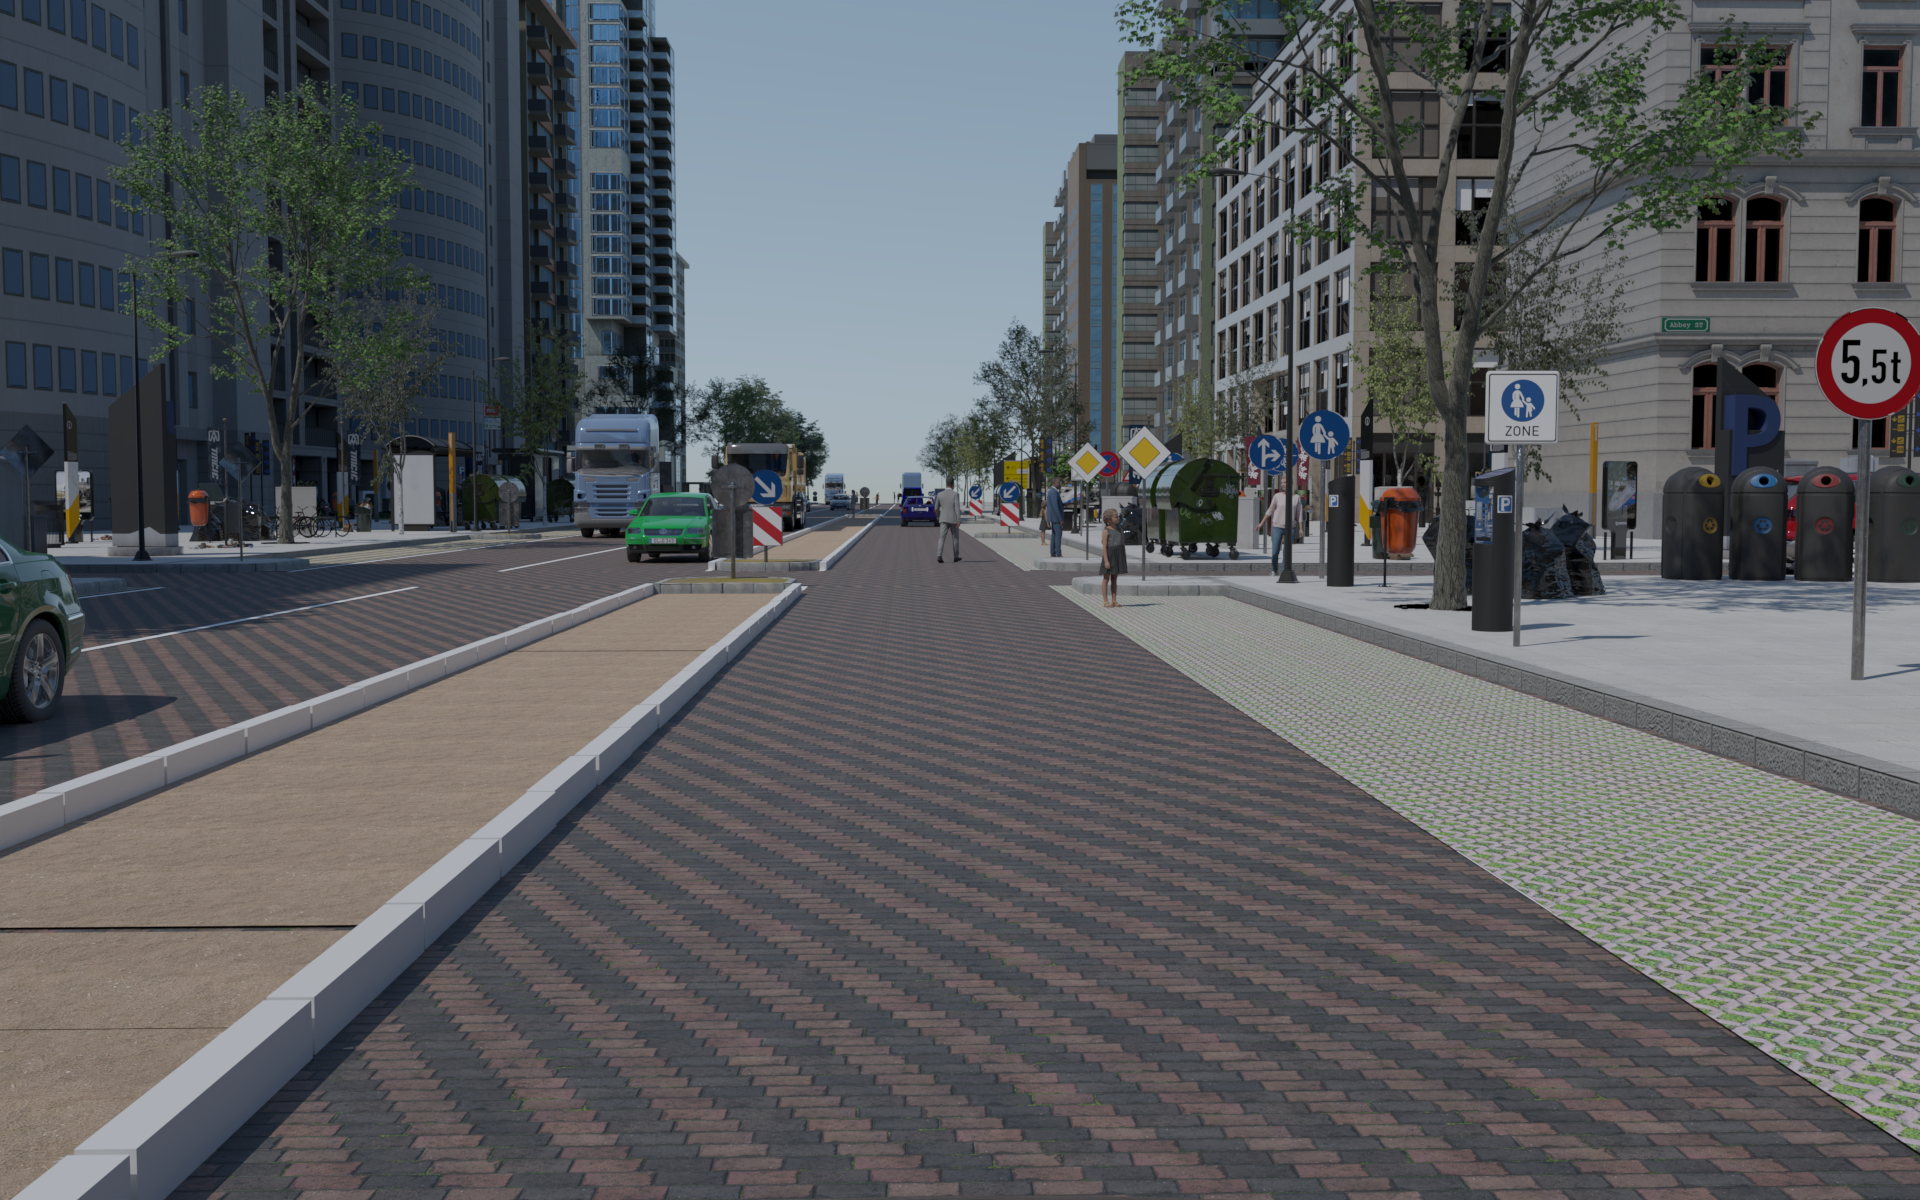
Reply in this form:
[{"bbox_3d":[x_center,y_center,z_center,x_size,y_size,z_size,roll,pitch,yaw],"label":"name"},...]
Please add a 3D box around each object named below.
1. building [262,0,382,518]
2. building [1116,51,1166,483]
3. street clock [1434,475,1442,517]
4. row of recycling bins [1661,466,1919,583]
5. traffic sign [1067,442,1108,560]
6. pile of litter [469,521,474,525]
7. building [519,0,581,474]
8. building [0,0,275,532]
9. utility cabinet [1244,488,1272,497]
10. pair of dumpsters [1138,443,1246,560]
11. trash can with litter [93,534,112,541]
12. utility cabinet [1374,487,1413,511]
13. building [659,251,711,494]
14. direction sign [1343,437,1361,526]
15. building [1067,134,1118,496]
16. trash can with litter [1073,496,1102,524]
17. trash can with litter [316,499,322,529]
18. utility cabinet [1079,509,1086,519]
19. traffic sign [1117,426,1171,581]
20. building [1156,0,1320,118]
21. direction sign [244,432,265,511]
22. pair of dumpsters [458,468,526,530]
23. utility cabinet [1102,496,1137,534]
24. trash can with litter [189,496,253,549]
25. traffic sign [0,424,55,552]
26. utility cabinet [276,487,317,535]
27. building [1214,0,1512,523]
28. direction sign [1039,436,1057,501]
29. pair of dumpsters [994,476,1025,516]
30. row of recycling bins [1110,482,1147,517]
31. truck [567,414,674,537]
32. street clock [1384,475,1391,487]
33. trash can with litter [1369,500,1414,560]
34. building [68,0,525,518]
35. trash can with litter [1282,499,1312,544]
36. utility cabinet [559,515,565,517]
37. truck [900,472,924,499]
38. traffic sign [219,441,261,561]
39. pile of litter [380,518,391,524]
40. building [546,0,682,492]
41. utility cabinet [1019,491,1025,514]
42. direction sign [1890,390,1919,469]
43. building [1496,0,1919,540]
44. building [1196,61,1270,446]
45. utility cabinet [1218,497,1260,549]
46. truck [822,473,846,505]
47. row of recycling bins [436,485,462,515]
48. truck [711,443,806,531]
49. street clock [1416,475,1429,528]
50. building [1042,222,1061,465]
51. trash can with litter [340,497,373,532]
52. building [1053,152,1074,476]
[{"bbox_3d":[-43.283,-40.021,92.601,20.563,71.187,20.611,0,4,-2],"label":"building"},{"bbox_3d":[21.637,-29.382,163.986,14.154,41.232,14.086,0,4,-2],"label":"building"},{"bbox_3d":[18.258,-3.766,66.136,0.358,2.002,0.471,1,4,14],"label":"street clock"},{"bbox_3d":[12.331,-1.139,25.744,3.534,1.692,1.069,1,4,17],"label":"row of recycling bins"},{"bbox_3d":[2.464,-1.827,33.507,0.795,2.450,0.064,0,4,-2],"label":"traffic sign"},{"bbox_3d":[-21.073,-3.604,72.896,1.719,0.858,1.176,3,5,42],"label":"pile of litter"},{"bbox_3d":[-45.445,-30.268,149.511,22.147,44.769,28.867,0,4,-2],"label":"building"},{"bbox_3d":[-40.436,-31.725,60.709,21.231,58.520,28.212,0,4,-2],"label":"building"},{"bbox_3d":[10.795,-3.320,62.959,0.318,1.500,1.173,-3,5,-43],"label":"utility cabinet"},{"bbox_3d":[4.714,-2.016,35.451,1.574,2.255,4.437,0,4,-2],"label":"pair of dumpsters"},{"bbox_3d":[-23.484,-2.285,48.425,2.233,1.210,1.678,3,4,38],"label":"trash can with litter"},{"bbox_3d":[12.864,-2.616,51.446,0.318,1.500,1.173,-3,4,-38],"label":"utility cabinet"},{"bbox_3d":[-52.573,-34.073,248.973,32.217,40.220,23.993,0,4,-2],"label":"building"},{"bbox_3d":[15.646,-4.702,68.868,0.876,3.537,0.379,3,4,36],"label":"direction sign"},{"bbox_3d":[20.928,-34.616,216.076,14.600,45.320,14.200,0,4,-2],"label":"building"},{"bbox_3d":[5.907,-3.932,75.349,2.233,1.210,1.678,-3,5,-40],"label":"trash can with litter"},{"bbox_3d":[-24.043,-3.179,63.035,1.678,1.210,2.233,2,4,33],"label":"trash can with litter"},{"bbox_3d":[6.513,-4.806,89.739,0.306,1.237,1.020,-1,4,-19],"label":"utility cabinet"},{"bbox_3d":[2.710,-1.338,25.525,0.795,2.450,0.064,0,4,-2],"label":"traffic sign"},{"bbox_3d":[28.171,-31.919,141.481,23.786,49.044,30.456,0,4,-2],"label":"building"},{"bbox_3d":[-26.049,-4.382,63.637,0.876,3.537,0.379,3,5,44],"label":"direction sign"},{"bbox_3d":[-17.019,-3.703,63.039,1.574,2.255,4.437,0,4,-2],"label":"pair of dumpsters"},{"bbox_3d":[4.614,-2.384,50.133,1.020,1.237,0.306,2,4,34],"label":"utility cabinet"},{"bbox_3d":[-17.714,-1.852,41.343,1.678,1.210,2.233,1,4,13],"label":"trash can with litter"},{"bbox_3d":[-13.477,-1.309,25.049,0.795,2.450,0.064,0,4,-2],"label":"traffic sign"},{"bbox_3d":[-20.638,-2.763,53.858,1.173,1.500,0.318,-1,4,-22],"label":"utility cabinet"},{"bbox_3d":[26.199,-17.604,92.345,19.350,26.468,34.151,0,4,-2],"label":"building"},{"bbox_3d":[3.365,-4.666,68.283,0.379,3.537,0.876,-2,4,-30],"label":"direction sign"},{"bbox_3d":[2.808,-5.834,97.886,1.574,2.255,4.437,0,4,-2],"label":"pair of dumpsters"},{"bbox_3d":[6.644,-3.114,58.028,3.534,1.692,1.069,-2,4,-28],"label":"row of recycling bins"},{"bbox_3d":[-11.688,-4.553,64.195,2.967,4.110,18.799,0,4,-3],"label":"truck"},{"bbox_3d":[16.291,-3.763,66.090,0.358,2.002,0.471,1,4,10],"label":"street clock"},{"bbox_3d":[8.502,-1.379,33.926,0.624,1.170,1.055,-2,4,-25],"label":"trash can with litter"},{"bbox_3d":[-44.215,-35.375,120.381,21.231,58.520,28.212,0,4,-2],"label":"building"},{"bbox_3d":[8.533,-2.015,44.329,0.624,1.170,1.055,2,4,35],"label":"trash can with litter"},{"bbox_3d":[-22.014,-5.199,93.683,1.173,1.500,0.318,-2,4,-26],"label":"utility cabinet"},{"bbox_3d":[-5.783,-13.391,208.698,2.967,4.110,18.799,0,4,-2],"label":"truck"},{"bbox_3d":[-13.723,-1.797,33.031,0.795,2.450,0.064,0,4,-2],"label":"traffic sign"},{"bbox_3d":[-24.537,-3.790,75.931,1.719,0.858,1.176,-1,4,-13],"label":"pile of litter"},{"bbox_3d":[-46.967,-55.487,219.882,22.319,86.520,31.000,0,4,-2],"label":"building"},{"bbox_3d":[3.732,-6.100,108.408,0.318,1.500,1.173,-1,4,-20],"label":"utility cabinet"},{"bbox_3d":[20.113,-2.734,36.704,0.379,3.537,0.876,-2,4,-28],"label":"direction sign"},{"bbox_3d":[30.377,-16.327,54.330,23.554,28.519,14.401,0,4,-2],"label":"building"},{"bbox_3d":[23.316,-21.271,119.484,14.160,30.474,14.107,0,4,-2],"label":"building"},{"bbox_3d":[6.477,-1.793,40.481,1.020,1.237,0.306,3,4,36],"label":"utility cabinet"},{"bbox_3d":[-16.284,-14.742,230.784,2.967,4.110,18.799,0,4,-1],"label":"truck"},{"bbox_3d":[-23.371,-4.574,81.890,3.534,1.692,1.069,-2,4,-33],"label":"row of recycling bins"},{"bbox_3d":[-7.676,-4.442,68.554,3.469,3.379,9.791,0,4,-1],"label":"truck"},{"bbox_3d":[17.631,-3.759,66.031,0.358,2.002,0.471,-2,4,-32],"label":"street clock"},{"bbox_3d":[19.315,-35.345,261.478,14.154,41.232,14.086,0,4,-2],"label":"building"},{"bbox_3d":[-20.303,-2.865,58.237,1.055,1.170,0.624,0,4,-5],"label":"trash can with litter"},{"bbox_3d":[24.585,-37.863,238.661,23.786,49.044,30.456,0,4,-2],"label":"building"}]
